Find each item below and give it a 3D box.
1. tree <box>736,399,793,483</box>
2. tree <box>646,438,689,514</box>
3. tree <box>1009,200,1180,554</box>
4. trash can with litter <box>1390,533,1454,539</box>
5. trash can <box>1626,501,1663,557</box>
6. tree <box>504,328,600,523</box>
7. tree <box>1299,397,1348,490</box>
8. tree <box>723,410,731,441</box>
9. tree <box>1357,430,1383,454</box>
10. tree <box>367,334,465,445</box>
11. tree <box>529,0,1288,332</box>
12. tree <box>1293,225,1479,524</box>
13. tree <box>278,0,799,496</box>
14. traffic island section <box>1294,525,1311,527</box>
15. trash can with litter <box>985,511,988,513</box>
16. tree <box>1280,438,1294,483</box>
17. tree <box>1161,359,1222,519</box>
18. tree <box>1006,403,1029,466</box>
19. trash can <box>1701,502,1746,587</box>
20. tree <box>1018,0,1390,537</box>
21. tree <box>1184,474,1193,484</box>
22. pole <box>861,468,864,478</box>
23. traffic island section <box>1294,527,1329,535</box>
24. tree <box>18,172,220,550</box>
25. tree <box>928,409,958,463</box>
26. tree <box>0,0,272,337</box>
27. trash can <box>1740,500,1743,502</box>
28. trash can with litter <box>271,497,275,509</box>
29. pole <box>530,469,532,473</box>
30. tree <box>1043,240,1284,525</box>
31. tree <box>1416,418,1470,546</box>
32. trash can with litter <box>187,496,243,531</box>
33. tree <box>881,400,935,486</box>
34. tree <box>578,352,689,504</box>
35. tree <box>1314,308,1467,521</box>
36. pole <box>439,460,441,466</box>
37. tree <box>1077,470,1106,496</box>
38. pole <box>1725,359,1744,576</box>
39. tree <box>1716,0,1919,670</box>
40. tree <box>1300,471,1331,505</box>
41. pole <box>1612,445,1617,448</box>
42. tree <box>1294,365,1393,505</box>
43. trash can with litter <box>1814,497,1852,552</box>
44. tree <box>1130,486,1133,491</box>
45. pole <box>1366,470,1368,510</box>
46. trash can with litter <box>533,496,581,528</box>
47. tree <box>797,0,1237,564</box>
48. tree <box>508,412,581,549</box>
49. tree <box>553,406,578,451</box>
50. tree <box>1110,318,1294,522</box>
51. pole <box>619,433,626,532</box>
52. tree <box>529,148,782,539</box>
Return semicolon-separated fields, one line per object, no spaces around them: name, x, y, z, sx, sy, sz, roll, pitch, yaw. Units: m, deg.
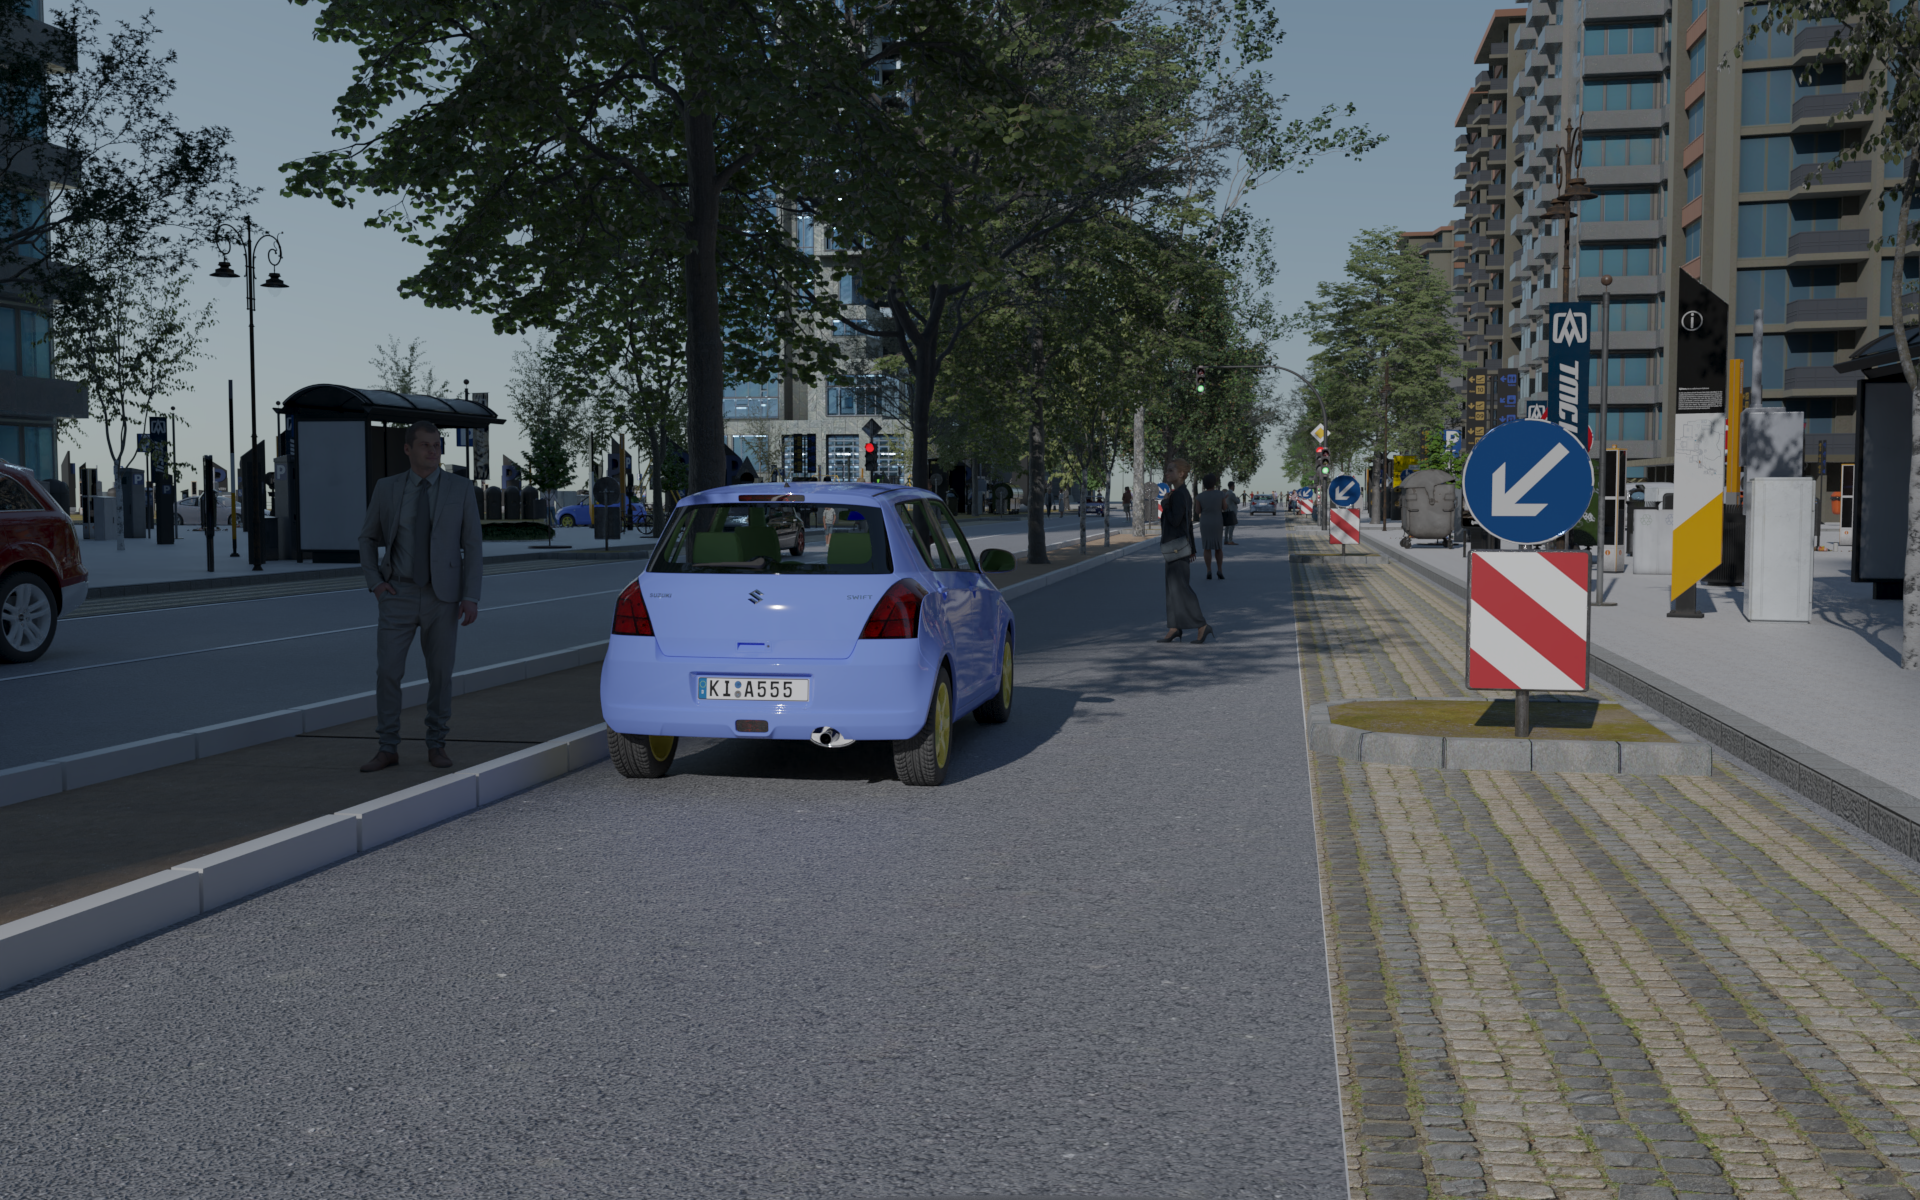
tree;-15.274;-11.304;135.176;4.360;8.622;3.978;0;3;0
tree;-9.904;-3.912;58.562;1.663;3.219;1.824;0;3;0
tree;2.904;-5.383;40.830;4.737;8.622;4.395;0;3;0
trash can with litter;13.616;-2.359;49.620;2.233;1.210;1.678;3;5;41
trash can;13.958;-1.454;35.427;0.748;1.137;0.748;0;3;0
tree;-18.392;-7.783;77.620;4.360;8.622;3.978;0;3;0
tree;26.803;-10.749;126.103;4.360;8.622;3.978;0;3;0
tree;-15.486;-9.090;98.984;4.737;8.622;4.395;0;3;0
tree;32.086;-14.808;152.480;12.009;13.543;11.850;0;3;0
tree;-25.269;-7.932;80.049;4.737;8.622;4.395;0;3;0
tree;-0.571;-6.862;25.023;12.009;13.543;11.850;0;3;0
tree;18.163;-9.509;73.594;7.486;12.596;7.792;0;3;0
tree;-2.196;-5.745;14.516;7.486;12.596;7.792;0;3;0
traffic island section;14.298;-2.846;68.813;2.009;0.180;2.903;1;4;11
trash can with litter;2.082;-6.531;117.836;1.678;1.210;2.233;-1;4;-15
tree;57.336;-22.707;289.393;7.486;12.596;7.792;0;3;0
tree;10.641;-7.911;82.168;4.360;8.622;3.978;0;3;0
tree;8.429;-13.539;138.362;9.611;12.733;9.660;0;3;0
trash can;10.691;-0.766;24.178;0.748;1.137;0.748;0;3;0
tree;7.024;-12.110;56.351;12.611;20.169;13.585;0;3;0
tree;39.384;-22.474;301.858;7.601;10.594;8.767;0;4;-8
pole;-7.722;-8.745;136.816;0.158;3.312;0.155;0;3;0
traffic island section;12.835;-2.366;60.963;2.009;0.180;2.903;1;4;11
tree;-19.054;-5.431;39.161;4.360;8.622;3.978;0;3;0
tree;-1.494;-11.740;142.318;4.360;8.622;3.978;0;3;0
tree;-13.504;-5.390;22.541;8.767;10.594;7.601;-2;4;-33
trash can;19.904;-2.030;44.842;0.748;1.137;0.748;0;3;0
trash can with litter;-26.808;-3.379;66.299;2.233;1.210;1.678;-3;5;-40
pole;-25.958;-6.778;104.664;0.158;3.312;0.155;0;3;0
tree;9.040;-9.522;75.147;9.611;12.733;9.660;0;3;0
tree;11.891;-2.977;43.269;1.663;3.219;1.824;0;3;0
trash can with litter;-26.064;-3.016;60.374;1.678;1.210;2.233;0;4;-2
tree;-3.609;-11.071;131.372;4.737;8.622;4.395;0;3;0
tree;-15.984;-8.413;87.912;4.737;8.622;4.395;0;3;0
tree;20.489;-9.057;82.496;7.601;10.594;8.767;0;3;0
pole;-28.460;-6.172;94.755;0.158;3.312;0.155;0;3;0
tree;12.131;-10.703;158.705;4.285;4.588;4.351;0;3;0
pole;11.754;-1.986;26.308;0.158;3.312;0.155;0;3;0
tree;7.217;-3.792;12.357;4.360;8.622;3.978;0;3;0
tree;54.304;-17.454;269.078;4.285;4.588;4.351;0;3;0
pole;26.987;-4.749;71.485;0.158;3.312;0.155;0;3;0
tree;29.570;-12.654;132.646;9.928;11.665;9.643;0;3;0
trash can with litter;19.314;-1.731;39.359;1.678;1.210;2.233;0;4;0
tree;21.238;-12.988;206.954;1.663;3.219;1.824;0;3;0
pole;32.728;-8.878;138.998;0.158;3.312;0.155;0;3;0
trash can with litter;-15.556;-3.344;65.731;2.233;1.210;1.678;-1;4;-9
tree;1.604;-6.976;34.646;7.486;12.596;7.792;0;3;0
tree;-9.841;-2.832;40.901;1.663;3.219;1.824;0;3;0
tree;-20.799;-9.095;99.061;4.737;8.622;4.395;0;3;0
tree;12.192;-9.883;89.798;9.928;11.665;9.643;0;3;0
pole;-11.342;-3.938;58.228;0.158;3.312;0.155;0;3;0
tree;-8.830;-7.621;50.362;9.928;11.665;9.643;0;3;0
